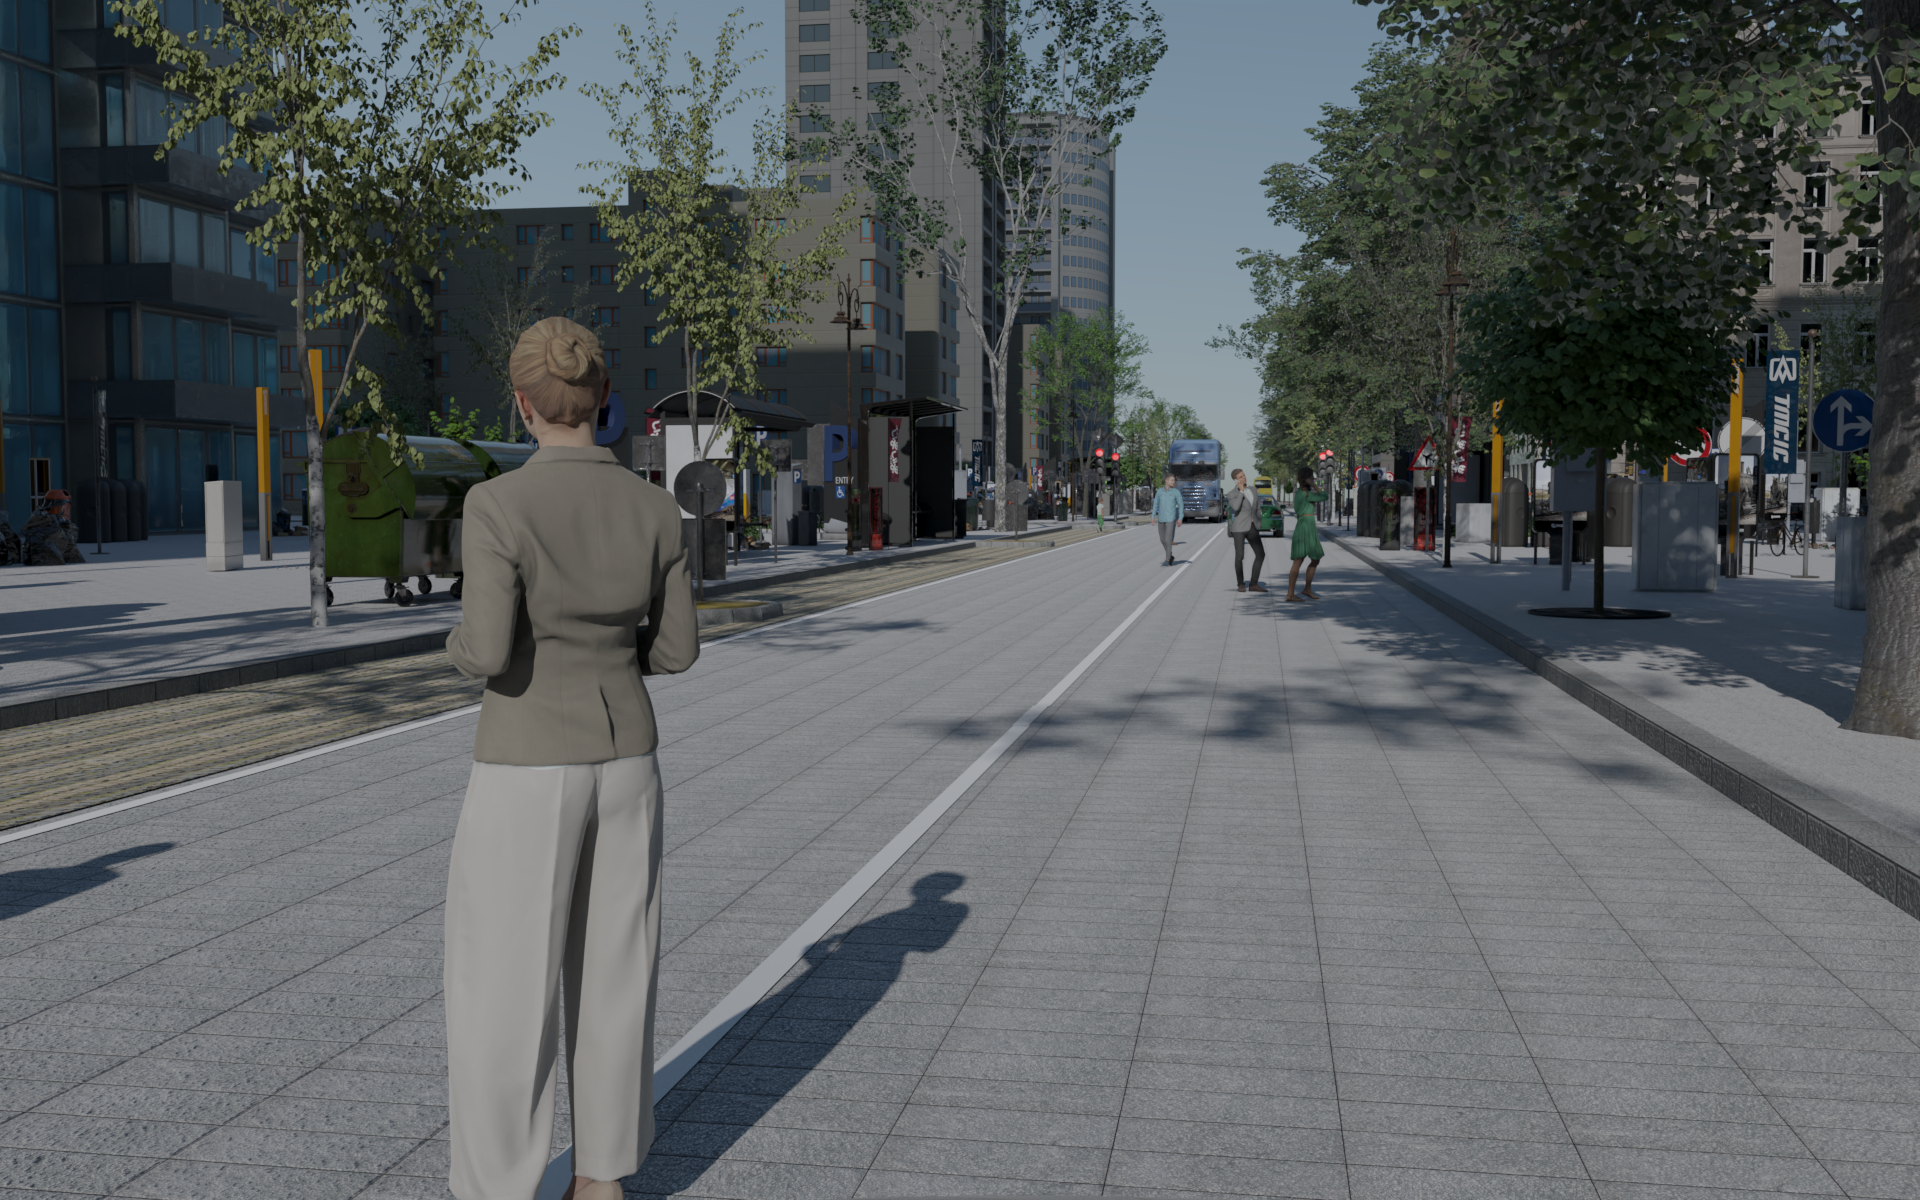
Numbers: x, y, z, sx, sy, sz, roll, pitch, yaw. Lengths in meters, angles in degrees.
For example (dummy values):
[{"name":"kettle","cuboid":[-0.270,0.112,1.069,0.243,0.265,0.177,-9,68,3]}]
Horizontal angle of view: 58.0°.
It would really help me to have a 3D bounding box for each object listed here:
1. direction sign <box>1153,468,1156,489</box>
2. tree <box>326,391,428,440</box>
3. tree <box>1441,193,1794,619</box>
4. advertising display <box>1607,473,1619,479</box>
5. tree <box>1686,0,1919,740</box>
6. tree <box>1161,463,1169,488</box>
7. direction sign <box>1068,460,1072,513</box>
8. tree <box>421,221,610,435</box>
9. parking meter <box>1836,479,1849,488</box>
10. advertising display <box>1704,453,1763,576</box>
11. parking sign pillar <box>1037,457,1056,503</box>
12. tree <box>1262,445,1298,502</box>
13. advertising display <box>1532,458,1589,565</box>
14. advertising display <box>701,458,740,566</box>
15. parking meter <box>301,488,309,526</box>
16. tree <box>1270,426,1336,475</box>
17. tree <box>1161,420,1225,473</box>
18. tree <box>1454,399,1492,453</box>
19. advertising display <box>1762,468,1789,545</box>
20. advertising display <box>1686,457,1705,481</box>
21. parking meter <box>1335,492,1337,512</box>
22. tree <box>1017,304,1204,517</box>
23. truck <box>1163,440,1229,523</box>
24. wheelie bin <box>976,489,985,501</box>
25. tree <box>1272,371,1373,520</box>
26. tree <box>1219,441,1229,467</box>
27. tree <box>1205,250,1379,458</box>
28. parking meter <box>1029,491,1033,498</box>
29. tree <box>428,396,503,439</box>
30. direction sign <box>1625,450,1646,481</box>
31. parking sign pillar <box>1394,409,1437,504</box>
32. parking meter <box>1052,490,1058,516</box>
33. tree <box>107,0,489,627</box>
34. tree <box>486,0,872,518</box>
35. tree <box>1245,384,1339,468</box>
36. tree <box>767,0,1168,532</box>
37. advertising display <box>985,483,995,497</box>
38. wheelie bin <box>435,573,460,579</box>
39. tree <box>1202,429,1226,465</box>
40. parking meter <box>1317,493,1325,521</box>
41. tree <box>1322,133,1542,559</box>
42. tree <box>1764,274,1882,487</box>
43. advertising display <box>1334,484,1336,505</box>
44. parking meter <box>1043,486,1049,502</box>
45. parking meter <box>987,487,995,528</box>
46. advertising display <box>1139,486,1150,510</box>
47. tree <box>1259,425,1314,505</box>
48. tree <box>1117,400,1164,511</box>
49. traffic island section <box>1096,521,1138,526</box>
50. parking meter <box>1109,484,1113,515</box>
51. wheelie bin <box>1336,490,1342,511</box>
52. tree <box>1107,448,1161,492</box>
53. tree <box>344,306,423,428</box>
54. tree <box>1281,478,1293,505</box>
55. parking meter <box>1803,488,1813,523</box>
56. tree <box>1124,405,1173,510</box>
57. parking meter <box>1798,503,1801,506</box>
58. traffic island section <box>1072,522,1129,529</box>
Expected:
[{"name":"direction sign","cuboid":[17.241,-9.876,153.467,0.379,3.537,0.876,0,4,-7]},{"name":"tree","cuboid":[-17.405,-4.151,51.590,4.285,4.588,4.351,0,3,0]},{"name":"tree","cuboid":[6.870,-2.112,18.251,4.285,4.588,4.351,0,3,0]},{"name":"advertising display","cuboid":[20.120,-3.000,54.266,0.123,1.923,0.974,-3,5,-45]},{"name":"tree","cuboid":[5.250,-6.251,8.860,9.857,13.997,8.962,0,3,0]},{"name":"tree","cuboid":[17.876,-10.704,158.726,4.285,4.588,4.351,0,3,0]},{"name":"direction sign","cuboid":[7.390,-7.533,115.166,0.379,3.537,0.876,2,4,32]},{"name":"tree","cuboid":[-11.854,-5.921,47.179,4.360,8.622,3.978,0,3,0]},{"name":"parking meter","cuboid":[33.095,-3.626,64.988,0.255,1.863,0.399,-1,4,-15]},{"name":"advertising display","cuboid":[12.149,-1.347,27.231,0.974,1.923,0.123,-2,4,-23]},{"name":"parking sign pillar","cuboid":[6.200,-8.316,124.445,1.447,3.967,1.447,-1,4,-11]},{"name":"tree","cuboid":[51.930,-21.466,276.727,9.928,11.665,9.643,0,3,0]},{"name":"advertising display","cuboid":[10.885,-1.601,31.396,0.974,1.923,0.123,0,4,8]},{"name":"advertising display","cuboid":[-4.346,-1.586,31.137,0.974,1.923,0.123,3,4,36]},{"name":"parking meter","cuboid":[-26.522,-3.784,70.282,0.372,1.533,0.369,0,3,0]},{"name":"tree","cuboid":[35.267,-14.793,176.275,7.601,10.594,8.767,-2,4,-34]},{"name":"tree","cuboid":[27.731,-16.913,210.933,8.767,10.594,7.601,-2,4,-26]},{"name":"tree","cuboid":[29.118,-8.816,94.507,4.737,8.622,4.395,0,3,0]},{"name":"advertising display","cuboid":[20.556,-2.356,43.735,0.974,1.923,0.123,-2,4,-31]},{"name":"advertising display","cuboid":[12.907,-1.532,30.260,0.123,1.923,0.974,0,4,2]},{"name":"parking meter","cuboid":[26.095,-6.876,120.840,0.372,1.533,0.369,0,3,0]},{"name":"tree","cuboid":[6.949,-10.420,96.121,9.928,11.665,9.643,0,3,0]},{"name":"truck","cuboid":[12.729,-6.215,91.372,2.967,4.110,18.799,1,4,10]},{"name":"wheelie bin","cuboid":[1.461,-6.306,111.004,0.693,1.594,0.980,2,4,32]},{"name":"tree","cuboid":[19.847,-8.786,94.007,4.737,8.622,4.395,0,3,0]},{"name":"tree","cuboid":[22.437,-15.867,185.184,9.928,11.665,9.643,0,3,0]},{"name":"tree","cuboid":[25.758,-17.059,134.809,12.611,20.169,13.585,0,3,0]},{"name":"parking meter","cuboid":[5.154,-7.244,126.856,0.372,1.533,0.369,0,3,0]},{"name":"tree","cuboid":[-10.014,-2.431,34.344,1.663,3.219,1.824,0,3,0]},{"name":"direction sign","cuboid":[29.253,-5.078,75.015,0.876,3.537,0.379,2,4,29]},{"name":"parking sign pillar","cuboid":[14.149,-4.071,55.040,1.447,3.967,1.447,2,4,27]},{"name":"parking meter","cuboid":[5.490,-5.604,100.037,0.372,1.533,0.369,0,3,0]},{"name":"tree","cuboid":[-5.960,-4.046,16.518,4.737,8.622,4.395,0,3,0]},{"name":"tree","cuboid":[-3.809,-4.658,26.525,4.737,8.622,4.395,0,3,0]},{"name":"tree","cuboid":[31.314,-15.168,158.360,12.009,13.543,11.850,0,3,0]},{"name":"tree","cuboid":[0.336,-12.419,58.946,12.611,20.169,13.585,0,3,0]},{"name":"advertising display","cuboid":[1.982,-6.078,104.595,0.974,1.923,0.123,0,4,-6]},{"name":"wheelie bin","cuboid":[-7.670,-1.135,26.472,0.980,1.594,0.693,2,4,23]},{"name":"tree","cuboid":[42.042,-23.247,298.206,7.486,12.596,7.792,0,3,0]},{"name":"parking meter","cuboid":[17.202,-4.533,82.524,0.372,1.533,0.369,0,3,0]},{"name":"tree","cuboid":[9.445,-5.129,34.223,4.360,8.622,3.978,0,3,0]},{"name":"tree","cuboid":[28.548,-6.476,56.252,4.737,8.622,4.395,0,3,0]},{"name":"advertising display","cuboid":[25.296,-6.834,116.953,0.123,1.923,0.974,1,4,9]},{"name":"parking meter","cuboid":[5.485,-6.409,110.490,0.255,1.863,0.399,-1,4,-14]},{"name":"parking meter","cuboid":[1.210,-3.528,66.100,0.372,1.533,0.369,0,3,0]},{"name":"advertising display","cuboid":[14.481,-8.001,136.028,0.974,1.923,0.123,2,4,34]},{"name":"tree","cuboid":[37.396,-16.914,194.664,7.486,12.596,7.792,0,3,0]},{"name":"tree","cuboid":[13.484,-11.169,132.976,4.360,8.622,3.978,0,3,0]},{"name":"traffic island section","cuboid":[7.100,-3.487,79.294,2.009,0.180,2.903,1,4,10]},{"name":"parking meter","cuboid":[9.087,-6.022,104.173,0.255,1.863,0.399,1,4,9]},{"name":"wheelie bin","cuboid":[27.924,-7.368,128.373,0.693,1.594,0.980,3,4,36]},{"name":"tree","cuboid":[11.717,-8.478,122.329,4.285,4.588,4.351,0,3,0]},{"name":"tree","cuboid":[-21.663,-7.140,67.103,4.360,8.622,3.978,0,3,0]},{"name":"tree","cuboid":[48.695,-16.041,256.868,1.663,3.219,1.824,0,3,0]},{"name":"parking meter","cuboid":[37.236,-4.137,76.056,0.372,1.533,0.369,0,3,0]},{"name":"tree","cuboid":[15.657,-11.723,142.027,4.737,8.622,4.395,0,3,0]},{"name":"parking meter","cuboid":[41.347,-4.886,85.598,0.399,1.863,0.255,1,4,15]},{"name":"traffic island section","cuboid":[5.742,-3.006,71.425,2.009,0.180,2.903,1,4,10]}]
